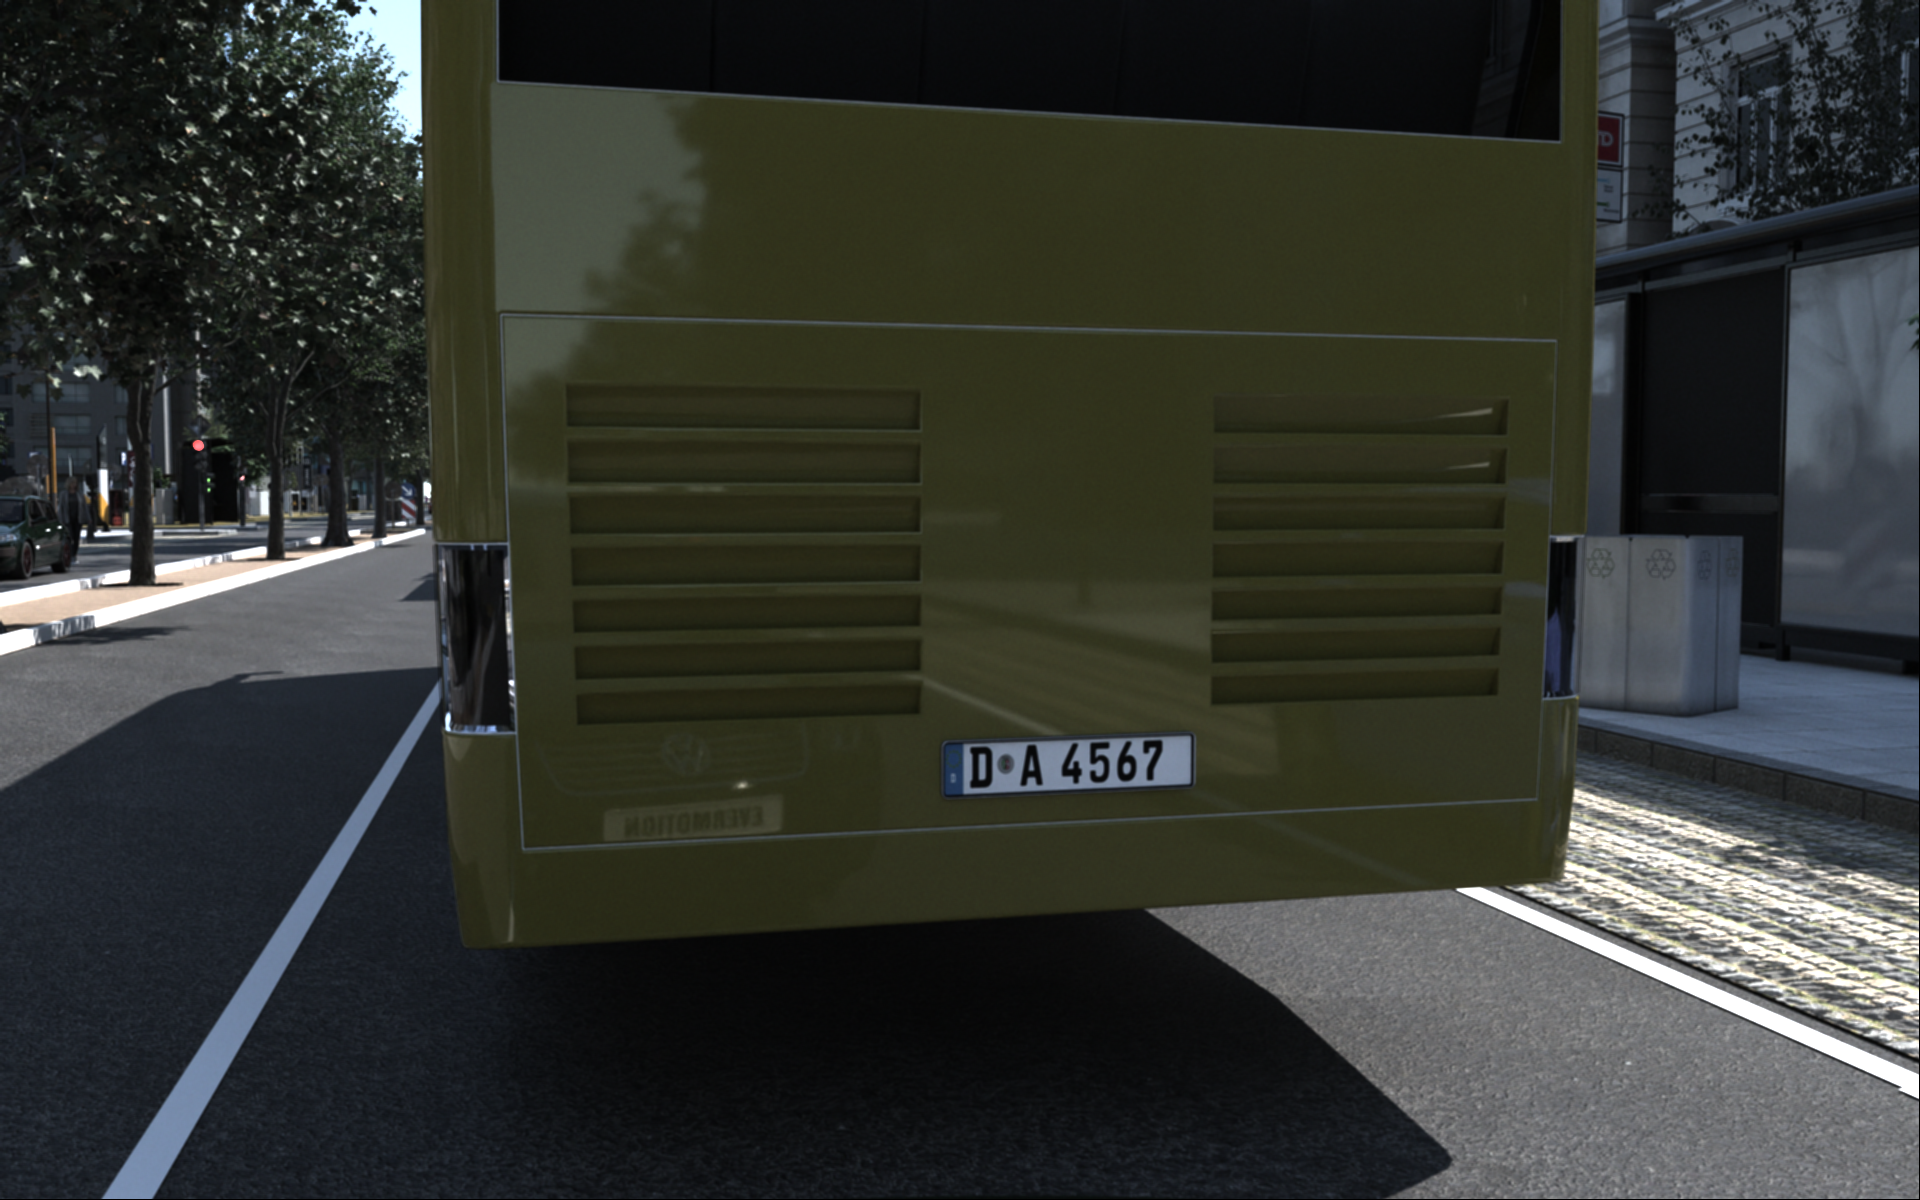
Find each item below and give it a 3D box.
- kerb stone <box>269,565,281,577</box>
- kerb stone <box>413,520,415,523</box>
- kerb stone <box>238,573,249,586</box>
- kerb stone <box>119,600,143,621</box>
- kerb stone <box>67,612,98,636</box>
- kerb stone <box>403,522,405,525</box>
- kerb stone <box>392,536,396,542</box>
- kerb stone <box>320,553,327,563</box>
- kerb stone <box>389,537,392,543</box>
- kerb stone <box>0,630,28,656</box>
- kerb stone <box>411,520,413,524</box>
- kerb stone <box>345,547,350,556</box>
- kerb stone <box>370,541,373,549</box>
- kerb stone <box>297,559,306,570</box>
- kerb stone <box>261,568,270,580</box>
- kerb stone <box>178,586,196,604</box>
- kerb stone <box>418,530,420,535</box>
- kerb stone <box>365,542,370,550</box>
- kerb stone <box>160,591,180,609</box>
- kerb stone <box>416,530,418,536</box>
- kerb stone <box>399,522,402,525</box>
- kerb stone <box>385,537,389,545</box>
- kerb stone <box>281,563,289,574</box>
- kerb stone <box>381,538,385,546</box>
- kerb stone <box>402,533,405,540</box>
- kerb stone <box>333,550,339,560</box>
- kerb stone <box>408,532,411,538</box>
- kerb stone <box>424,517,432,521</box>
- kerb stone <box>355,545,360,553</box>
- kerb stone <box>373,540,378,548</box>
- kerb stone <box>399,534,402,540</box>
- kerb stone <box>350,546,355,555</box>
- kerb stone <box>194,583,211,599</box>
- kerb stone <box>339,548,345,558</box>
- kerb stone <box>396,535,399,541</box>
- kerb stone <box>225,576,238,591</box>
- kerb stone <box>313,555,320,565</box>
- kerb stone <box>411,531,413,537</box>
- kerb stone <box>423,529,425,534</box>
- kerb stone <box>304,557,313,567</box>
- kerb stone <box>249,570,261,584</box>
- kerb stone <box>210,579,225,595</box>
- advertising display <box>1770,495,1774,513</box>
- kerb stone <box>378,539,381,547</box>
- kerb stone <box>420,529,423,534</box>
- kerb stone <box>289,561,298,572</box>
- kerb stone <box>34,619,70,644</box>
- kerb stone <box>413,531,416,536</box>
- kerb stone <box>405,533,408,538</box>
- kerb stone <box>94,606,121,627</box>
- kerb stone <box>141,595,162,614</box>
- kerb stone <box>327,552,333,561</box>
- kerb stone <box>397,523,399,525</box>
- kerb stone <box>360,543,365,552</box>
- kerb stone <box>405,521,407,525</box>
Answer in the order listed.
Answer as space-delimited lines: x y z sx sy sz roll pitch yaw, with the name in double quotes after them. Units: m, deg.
-11.932 -0.474 29.940 0.120 0.150 1.000 -1 4 -13 "kerb stone"
-26.320 -3.713 82.903 0.120 0.150 1.000 -1 4 -13 "kerb stone"
-11.246 -0.286 26.942 0.120 0.150 1.000 -1 4 -13 "kerb stone"
-9.626 0.138 19.944 0.120 0.150 1.000 -1 4 -13 "kerb stone"
-9.164 0.259 17.953 0.120 0.150 1.000 -1 4 -13 "kerb stone"
-25.167 -3.408 77.913 0.120 0.150 1.000 -1 4 -13 "kerb stone"
-16.784 -1.757 50.927 0.120 0.150 1.000 -1 4 -13 "kerb stone"
-13.316 -0.840 35.925 0.120 0.150 1.000 -1 4 -13 "kerb stone"
-16.550 -1.696 49.932 0.120 0.150 1.000 -1 4 -13 "kerb stone"
-8.709 0.382 15.949 0.120 0.150 1.000 -1 4 -13 "kerb stone"
-26.089 -3.652 81.906 0.120 0.150 1.000 -1 4 -13 "kerb stone"
-14.244 -1.084 39.921 0.120 0.150 1.000 -1 4 -13 "kerb stone"
-15.402 -1.391 44.936 0.120 0.150 1.000 -1 4 -13 "kerb stone"
-12.627 -0.656 32.929 0.120 0.150 1.000 -1 4 -13 "kerb stone"
-11.713 -0.412 28.941 0.120 0.150 1.000 -1 4 -13 "kerb stone"
-10.324 -0.046 22.947 0.120 0.150 1.000 -1 4 -13 "kerb stone"
-18.859 -2.305 59.912 0.120 0.150 1.000 -1 4 -13 "kerb stone"
-15.159 -1.329 43.928 0.120 0.150 1.000 -1 4 -13 "kerb stone"
-10.092 0.015 21.952 0.120 0.150 1.000 -1 4 -13 "kerb stone"
-18.628 -2.242 58.915 0.120 0.150 1.000 -1 4 -13 "kerb stone"
-24.702 -3.278 75.922 0.120 0.150 1.000 -1 4 -13 "kerb stone"
-16.315 -1.635 48.929 0.120 0.150 1.000 -1 4 -13 "kerb stone"
-12.170 -0.535 30.936 0.120 0.150 1.000 -1 4 -13 "kerb stone"
-16.088 -1.570 47.933 0.120 0.150 1.000 -1 4 -13 "kerb stone"
-17.477 -1.936 53.932 0.120 0.150 1.000 -1 4 -13 "kerb stone"
-13.776 -0.959 37.918 0.120 0.150 1.000 -1 4 -13 "kerb stone"
-17.931 -2.061 55.927 0.120 0.150 1.000 -1 4 -13 "kerb stone"
-28.862 -4.387 93.916 0.120 0.150 1.000 -1 4 -13 "kerb stone"
-14.709 -1.205 41.923 0.120 0.150 1.000 -1 4 -13 "kerb stone"
-15.630 -1.448 45.935 0.120 0.150 1.000 -1 4 -13 "kerb stone"
-17.240 -1.880 52.925 0.120 0.150 1.000 -1 4 -13 "kerb stone"
-14.472 -1.145 40.922 0.120 0.150 1.000 -1 4 -13 "kerb stone"
-10.556 -0.107 23.942 0.120 0.150 1.000 -1 4 -13 "kerb stone"
-14.007 -1.023 38.926 0.120 0.150 1.000 -1 4 -13 "kerb stone"
-17.010 -1.813 51.928 0.120 0.150 1.000 -1 4 -13 "kerb stone"
-11.010 -0.228 25.936 0.120 0.150 1.000 -1 4 -13 "kerb stone"
-13.090 -0.779 34.928 0.120 0.150 1.000 -1 4 -13 "kerb stone"
-18.164 -2.124 56.923 0.120 0.150 1.000 -1 4 -13 "kerb stone"
-19.318 -2.427 61.910 0.120 0.150 1.000 -1 4 -13 "kerb stone"
-12.858 -0.718 33.928 0.120 0.150 1.000 -1 4 -13 "kerb stone"
-11.473 -0.351 27.942 0.120 0.150 1.000 -1 4 -13 "kerb stone"
-10.779 -0.168 24.940 0.120 0.150 1.000 -1 4 -13 "kerb stone"
8.283 -0.720 16.994 0.974 1.923 0.123 -2 4 -32 "advertising display"
-15.862 -1.513 46.933 0.120 0.150 1.000 -1 4 -13 "kerb stone"
-19.090 -2.368 60.913 0.120 0.150 1.000 -1 4 -13 "kerb stone"
-12.400 -0.596 31.932 0.120 0.150 1.000 -1 4 -13 "kerb stone"
-8.945 0.321 16.950 0.120 0.150 1.000 -1 4 -13 "kerb stone"
-18.393 -2.185 57.920 0.120 0.150 1.000 -1 4 -13 "kerb stone"
-17.703 -2.002 54.931 0.120 0.150 1.000 -1 4 -13 "kerb stone"
-9.401 0.199 18.947 0.120 0.150 1.000 -1 4 -13 "kerb stone"
-9.857 0.077 20.941 0.120 0.150 1.000 -1 4 -13 "kerb stone"
-13.551 -0.901 36.919 0.120 0.150 1.000 -1 4 -13 "kerb stone"
-24.471 -3.225 74.926 0.120 0.150 1.000 -1 4 -13 "kerb stone"
-14.932 -1.268 42.928 0.120 0.150 1.000 -1 4 -13 "kerb stone"
-25.403 -3.469 78.910 0.120 0.150 1.000 -1 4 -13 "kerb stone"
